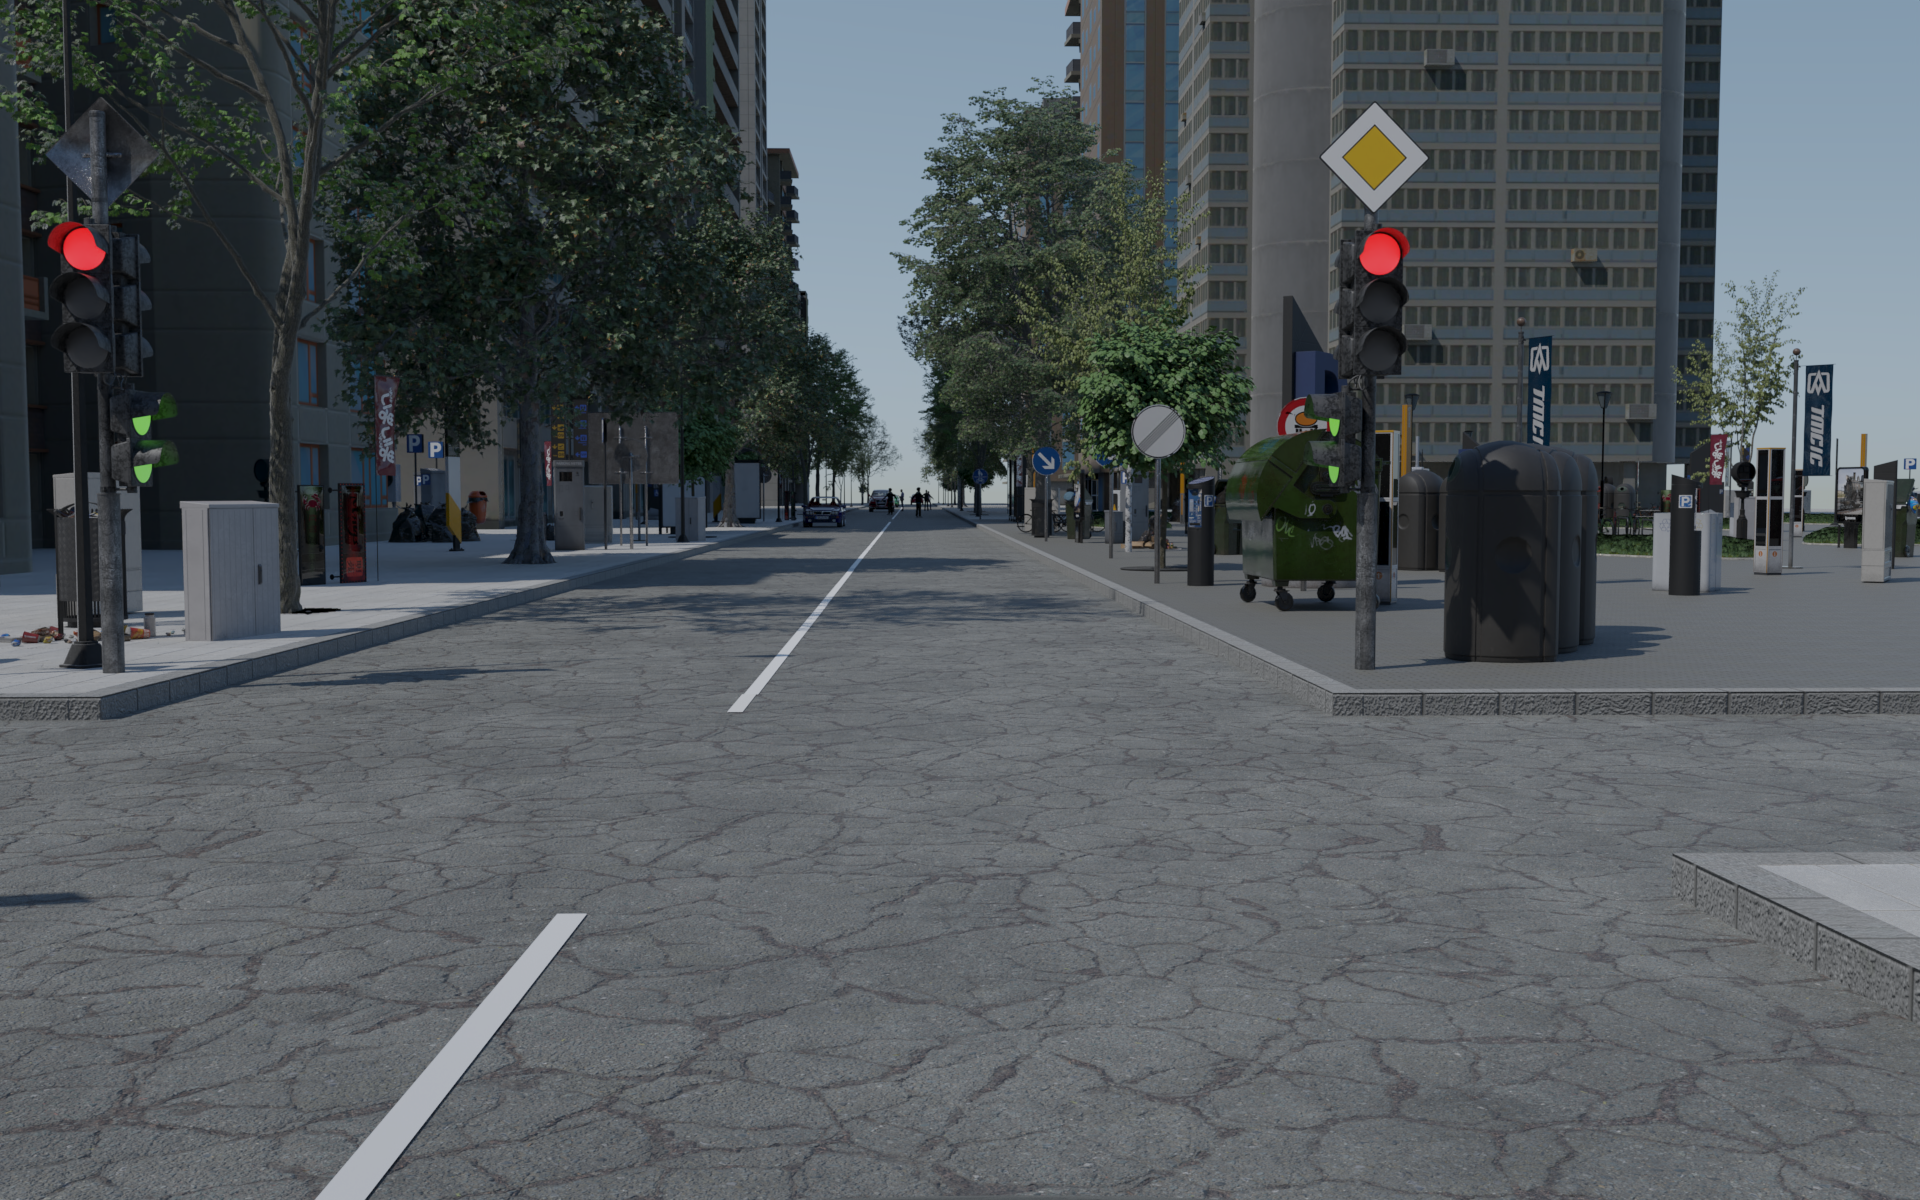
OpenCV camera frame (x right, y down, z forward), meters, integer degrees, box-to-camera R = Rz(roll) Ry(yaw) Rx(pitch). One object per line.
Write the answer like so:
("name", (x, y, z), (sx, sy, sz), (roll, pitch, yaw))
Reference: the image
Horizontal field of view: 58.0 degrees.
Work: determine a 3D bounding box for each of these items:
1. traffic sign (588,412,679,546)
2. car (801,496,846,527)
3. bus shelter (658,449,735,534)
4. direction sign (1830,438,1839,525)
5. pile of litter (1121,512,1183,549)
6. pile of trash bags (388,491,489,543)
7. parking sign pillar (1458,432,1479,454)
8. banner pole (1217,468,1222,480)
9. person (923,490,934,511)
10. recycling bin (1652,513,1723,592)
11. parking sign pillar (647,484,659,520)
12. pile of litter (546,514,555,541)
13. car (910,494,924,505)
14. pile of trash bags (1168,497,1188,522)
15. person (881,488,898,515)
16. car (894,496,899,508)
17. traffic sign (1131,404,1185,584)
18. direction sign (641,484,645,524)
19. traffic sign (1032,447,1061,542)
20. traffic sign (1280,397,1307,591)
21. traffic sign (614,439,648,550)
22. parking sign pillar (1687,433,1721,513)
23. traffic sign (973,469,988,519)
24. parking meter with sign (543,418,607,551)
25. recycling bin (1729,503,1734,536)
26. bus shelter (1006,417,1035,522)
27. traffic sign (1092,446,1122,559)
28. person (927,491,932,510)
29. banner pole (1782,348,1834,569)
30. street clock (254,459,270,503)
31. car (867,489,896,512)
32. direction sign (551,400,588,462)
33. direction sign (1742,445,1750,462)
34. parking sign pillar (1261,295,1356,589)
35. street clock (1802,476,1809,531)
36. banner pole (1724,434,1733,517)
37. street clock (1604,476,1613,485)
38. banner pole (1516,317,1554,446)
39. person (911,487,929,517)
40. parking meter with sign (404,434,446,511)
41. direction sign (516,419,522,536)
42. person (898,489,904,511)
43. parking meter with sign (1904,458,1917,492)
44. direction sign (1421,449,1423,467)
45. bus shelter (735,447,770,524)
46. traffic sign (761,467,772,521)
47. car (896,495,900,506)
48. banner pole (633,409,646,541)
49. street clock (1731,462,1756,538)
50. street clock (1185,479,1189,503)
("traffic sign", (-8.098, -3.000, 42.930), (2.265, 3.308, 0.079), (0, 4, 4))
("car", (-5.925, -3.861, 75.707), (1.945, 1.354, 3.894), (0, 4, -1))
("bus shelter", (-8.875, -3.885, 57.451), (2.014, 3.302, 5.546), (0, 4, -1))
("direction sign", (35.718, -4.808, 70.609), (0.379, 3.537, 0.876), (2, 4, 30))
("pile of litter", (4.494, -1.637, 40.726), (1.176, 0.858, 1.719), (-2, 4, -24))
("pile of trash bags", (-13.902, -2.286, 47.130), (1.912, 1.369, 3.447), (1, 4, 16))
("parking sign pillar", (22.034, -5.262, 74.506), (1.447, 3.967, 1.447), (-2, 4, -31))
("banner pole", (11.285, -5.219, 75.349), (0.401, 3.779, 0.863), (0, 4, -5))
("person", (-2.894, -8.581, 148.823), (1.348, 1.821, 0.705), (0, 4, -3))
("recycling bin", (9.680, -0.642, 23.047), (0.722, 1.027, 0.722), (3, 4, 36))
("parking sign pillar", (-14.983, -5.975, 86.166), (1.447, 3.967, 1.447), (1, 4, 20))
("pile of litter", (-11.603, -2.087, 48.082), (1.719, 0.858, 1.176), (1, 4, 23))
("car", (-5.759, -13.668, 232.507), (2.155, 1.783, 4.494), (0, 4, -1))
("pile of trash bags", (10.689, -4.213, 78.640), (1.912, 1.369, 3.447), (0, 4, -6))
("person", (-4.855, -6.845, 120.048), (1.348, 1.869, 0.705), (-2, 4, -35))
("car", (-7.462, -10.733, 184.284), (1.959, 1.807, 4.718), (0, 4, -3))
("traffic sign", (2.825, -1.507, 24.751), (0.768, 2.556, 0.104), (0, 4, 1))
("direction sign", (-13.377, -4.970, 73.249), (0.876, 3.537, 0.379), (2, 4, 33))
("traffic sign", (2.330, -2.853, 46.747), (0.768, 2.556, 0.104), (0, 4, 0))
("traffic sign", (4.540, -1.389, 22.812), (0.768, 2.556, 0.104), (0, 4, 2))
("traffic sign", (-7.595, -2.439, 39.981), (0.768, 2.556, 0.104), (0, 4, 0))
("parking sign pillar", (33.057, -5.415, 77.010), (1.447, 3.967, 1.447), (0, 4, 0))
("traffic sign", (1.027, -5.354, 87.651), (0.768, 2.556, 0.104), (0, 4, 0))
("parking meter with sign", (-8.946, -2.648, 39.554), (1.738, 3.016, 0.543), (-1, 4, -15))
("recycling bin", (23.082, -2.342, 50.842), (0.722, 1.027, 0.722), (3, 5, 43))
("bus shelter", (3.199, -6.424, 82.671), (2.179, 5.291, 8.768), (0, 4, -1))
("traffic sign", (3.007, -2.098, 34.409), (0.768, 2.556, 0.104), (0, 4, 6))
("person", (-2.844, -9.079, 157.882), (0.436, 1.711, 0.756), (-3, 5, -44))
("banner pole", (14.494, -2.423, 29.631), (0.401, 3.779, 0.863), (-3, 5, -39))
("street clock", (-14.228, -1.893, 35.520), (0.471, 2.002, 0.358), (2, 4, 33))
("car", (-6.319, -8.032, 139.995), (2.281, 1.827, 5.304), (0, 4, -1))
("direction sign", (-9.379, -3.038, 41.662), (0.876, 3.537, 0.379), (0, 4, -3))
("direction sign", (36.171, -5.375, 79.885), (0.379, 3.537, 0.876), (0, 4, -3))
("parking sign pillar", (4.942, -2.178, 24.075), (1.447, 3.967, 1.447), (3, 4, 36))
("street clock", (29.095, -3.383, 59.878), (0.471, 2.002, 0.358), (-3, 4, -38))
("banner pole", (31.670, -4.976, 71.378), (0.401, 3.779, 0.863), (3, 5, 42))
("street clock", (26.601, -4.068, 71.086), (0.358, 2.002, 0.471), (0, 4, 1))
("banner pole", (8.040, -2.104, 24.424), (0.401, 3.779, 0.863), (-1, 4, -23))
("person", (-2.524, -6.006, 106.330), (1.348, 1.869, 0.705), (3, 4, 37))
("parking meter with sign", (-15.515, -3.354, 51.102), (0.543, 3.016, 1.738), (1, 4, 21))
("direction sign", (-13.251, -3.688, 52.303), (0.379, 3.537, 0.876), (-2, 4, -26))
("person", (-4.949, -8.317, 144.358), (0.599, 1.838, 0.709), (-1, 4, -13))
("parking meter with sign", (45.829, -5.349, 83.710), (0.543, 3.016, 1.738), (2, 4, 32))
("direction sign", (23.334, -5.842, 87.510), (0.379, 3.537, 0.876), (1, 4, 15))
("bus shelter", (-9.457, -5.100, 77.302), (2.014, 3.302, 5.546), (0, 4, -2))
("traffic sign", (-9.186, -4.949, 81.028), (0.768, 2.556, 0.104), (0, 4, 0))
("car", (-8.357, -12.266, 212.917), (2.083, 1.381, 4.827), (0, 4, -2))
("banner pole", (-8.764, -3.505, 47.331), (0.401, 3.779, 0.863), (0, 4, -6))
("street clock", (17.504, -2.090, 38.742), (0.471, 2.002, 0.358), (0, 4, -7))
("street clock", (10.700, -4.704, 81.478), (0.471, 2.002, 0.358), (1, 4, 19))
